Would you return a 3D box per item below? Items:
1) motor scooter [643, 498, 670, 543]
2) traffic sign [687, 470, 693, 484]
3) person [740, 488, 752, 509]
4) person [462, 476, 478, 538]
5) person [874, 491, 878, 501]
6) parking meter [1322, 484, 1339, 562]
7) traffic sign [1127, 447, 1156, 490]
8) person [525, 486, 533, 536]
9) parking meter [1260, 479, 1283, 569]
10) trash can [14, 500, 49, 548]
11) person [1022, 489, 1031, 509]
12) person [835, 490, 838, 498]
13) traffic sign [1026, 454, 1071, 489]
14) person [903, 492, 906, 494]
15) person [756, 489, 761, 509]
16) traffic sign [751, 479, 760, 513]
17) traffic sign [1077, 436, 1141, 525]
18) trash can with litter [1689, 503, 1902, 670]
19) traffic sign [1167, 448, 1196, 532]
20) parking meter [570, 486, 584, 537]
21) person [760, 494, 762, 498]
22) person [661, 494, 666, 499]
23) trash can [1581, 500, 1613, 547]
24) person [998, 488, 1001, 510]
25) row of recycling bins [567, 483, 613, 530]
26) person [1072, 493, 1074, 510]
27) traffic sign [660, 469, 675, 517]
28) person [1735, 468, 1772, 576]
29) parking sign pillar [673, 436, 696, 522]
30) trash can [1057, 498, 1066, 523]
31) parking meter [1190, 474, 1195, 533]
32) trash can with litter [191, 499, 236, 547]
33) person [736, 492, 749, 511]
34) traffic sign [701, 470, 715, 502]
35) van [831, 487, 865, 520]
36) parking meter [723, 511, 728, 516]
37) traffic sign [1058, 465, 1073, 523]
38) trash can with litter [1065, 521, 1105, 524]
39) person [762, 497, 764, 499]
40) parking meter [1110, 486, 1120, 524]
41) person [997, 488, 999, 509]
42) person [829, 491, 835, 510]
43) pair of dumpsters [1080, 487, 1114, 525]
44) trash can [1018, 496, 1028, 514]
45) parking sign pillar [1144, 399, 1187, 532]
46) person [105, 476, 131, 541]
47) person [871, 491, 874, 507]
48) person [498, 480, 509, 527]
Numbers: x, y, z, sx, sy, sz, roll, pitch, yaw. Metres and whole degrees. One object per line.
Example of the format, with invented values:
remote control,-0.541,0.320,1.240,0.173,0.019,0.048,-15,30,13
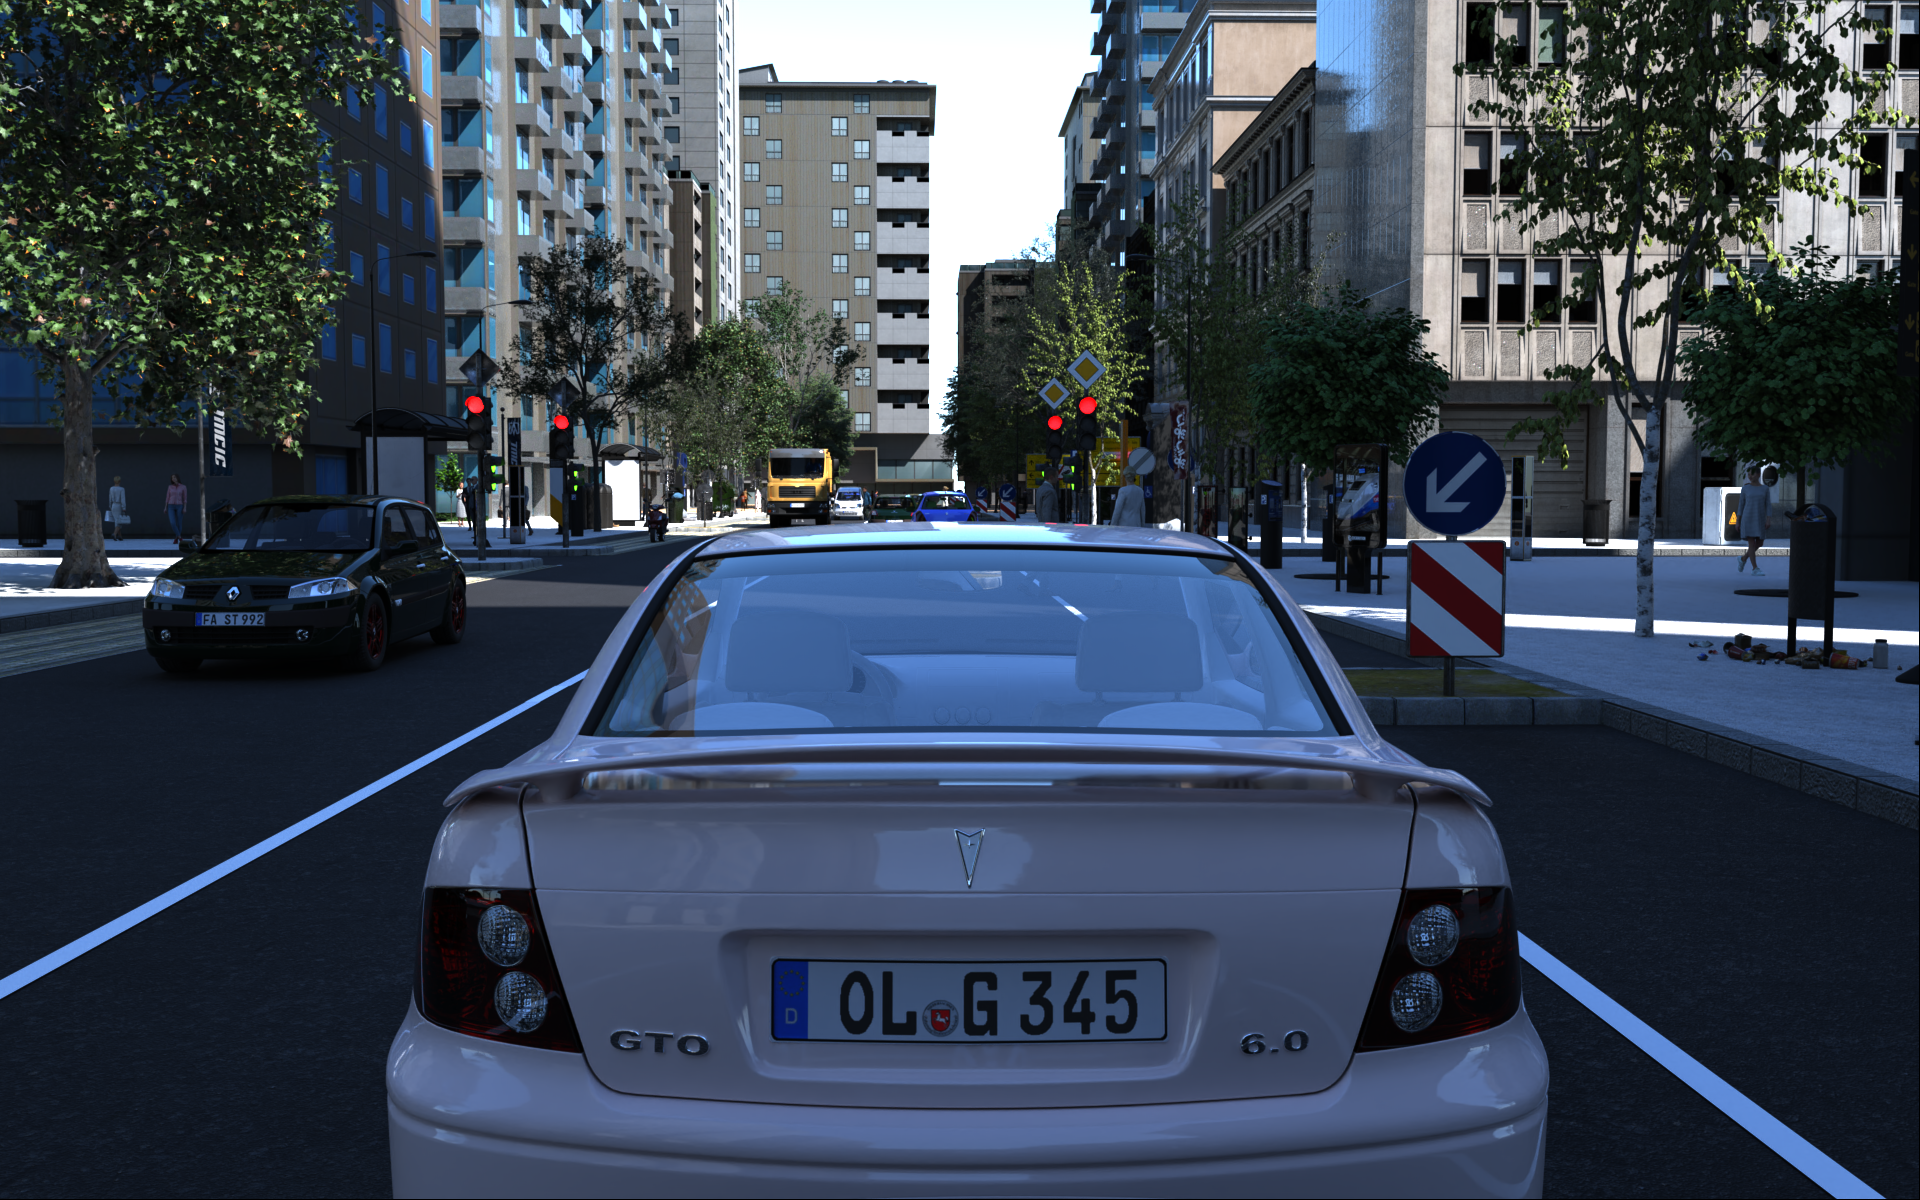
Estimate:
motor scooter,-8.996,-2.371,51.537,0.815,1.314,1.986,0,4,-1
traffic sign,-14.462,-5.582,91.364,0.768,2.556,0.104,0,4,5
person,-18.463,-8.749,149.187,1.348,1.812,0.705,2,4,29
person,-14.069,-2.683,50.082,0.661,1.801,0.590,2,4,32
person,-6.892,-8.122,142.214,0.530,1.710,0.541,0,4,7
parking meter,7.079,-1.498,32.904,0.372,1.533,0.369,0,3,0
traffic sign,4.942,-2.880,47.196,0.768,2.556,0.104,0,4,3
person,-13.530,-2.889,53.397,0.709,1.813,0.853,1,4,21
parking meter,5.363,-1.309,29.809,0.372,1.533,0.369,0,3,0
trash can,-22.373,-1.841,41.754,0.748,1.137,0.748,0,3,0
person,5.856,-8.871,151.879,0.742,1.727,0.445,-1,4,-20
person,-9.729,-7.737,135.707,0.721,1.736,1.217,-1,4,-9
traffic sign,4.460,-5.713,87.277,2.265,3.308,0.079,0,4,1
person,-4.840,-8.795,153.774,0.593,1.643,0.415,-2,4,-26
person,-17.237,-8.604,147.394,0.621,1.740,0.551,0,4,3
traffic sign,-13.656,-6.934,115.494,0.606,2.300,0.079,0,4,3
traffic sign,5.266,-4.123,61.285,2.265,3.308,0.079,0,4,8
trash can with litter,6.515,-0.148,13.482,1.678,1.210,2.233,0,4,-4
traffic sign,5.623,-2.673,43.809,0.768,2.556,0.104,1,4,8
parking meter,-11.592,-2.691,52.415,0.372,1.533,0.369,0,3,0
person,-21.504,-11.167,189.554,0.756,1.711,0.436,1,4,17
person,-19.878,-6.802,118.073,1.217,1.723,0.721,2,4,25
trash can,15.585,-1.883,42.438,0.748,1.137,0.748,0,3,0
person,3.340,-8.228,141.086,0.721,1.766,1.217,0,4,6
row of recycling bins,-13.632,-3.462,63.723,1.069,1.692,3.534,1,4,9
person,8.960,-8.189,140.660,1.217,1.736,0.721,1,4,18
traffic sign,-11.968,-4.204,70.869,0.606,2.300,0.079,0,4,-1
person,12.564,-1.266,27.500,0.466,1.731,0.760,-1,4,-12
parking sign pillar,-13.114,-5.671,81.189,1.447,3.967,1.447,0,4,1
trash can,4.066,-3.677,71.776,0.748,1.137,0.748,0,3,0
parking meter,6.704,-2.741,50.527,0.255,1.863,0.399,2,4,34
trash can with litter,-17.853,-1.828,41.277,0.624,1.170,1.055,3,4,37
person,-16.674,-7.566,133.002,1.065,1.426,0.557,1,4,14
traffic sign,-13.138,-5.519,90.347,0.768,2.556,0.104,0,4,3
van,-6.104,-5.416,95.568,2.013,2.044,4.112,0,4,-1
parking meter,-13.638,-5.790,100.378,0.255,1.863,0.399,2,4,33
traffic sign,3.958,-3.937,64.368,0.884,2.594,0.081,1,4,8
trash can with litter,5.193,-3.863,74.220,2.233,1.210,1.678,0,4,-5
person,-19.548,-10.181,172.501,0.705,1.824,1.348,-1,4,-21
parking meter,5.059,-2.916,56.094,0.372,1.533,0.369,0,3,0
person,3.330,-9.016,153.550,0.705,1.812,1.348,0,4,4
person,-10.852,-8.419,146.980,1.217,1.723,0.721,-2,4,-26
pair of dumpsters,5.475,-3.809,64.764,1.574,2.255,4.437,0,4,-1
trash can,3.985,-6.112,111.586,0.748,1.137,0.748,0,3,0
parking sign pillar,5.803,-3.696,48.903,1.447,3.967,1.447,-3,4,-36
person,-23.104,-2.509,47.422,0.694,1.780,0.624,2,4,24
person,-9.797,-11.278,192.855,0.705,1.831,1.348,-1,4,-23
person,-17.467,-3.727,66.941,0.822,1.834,0.622,3,5,42
